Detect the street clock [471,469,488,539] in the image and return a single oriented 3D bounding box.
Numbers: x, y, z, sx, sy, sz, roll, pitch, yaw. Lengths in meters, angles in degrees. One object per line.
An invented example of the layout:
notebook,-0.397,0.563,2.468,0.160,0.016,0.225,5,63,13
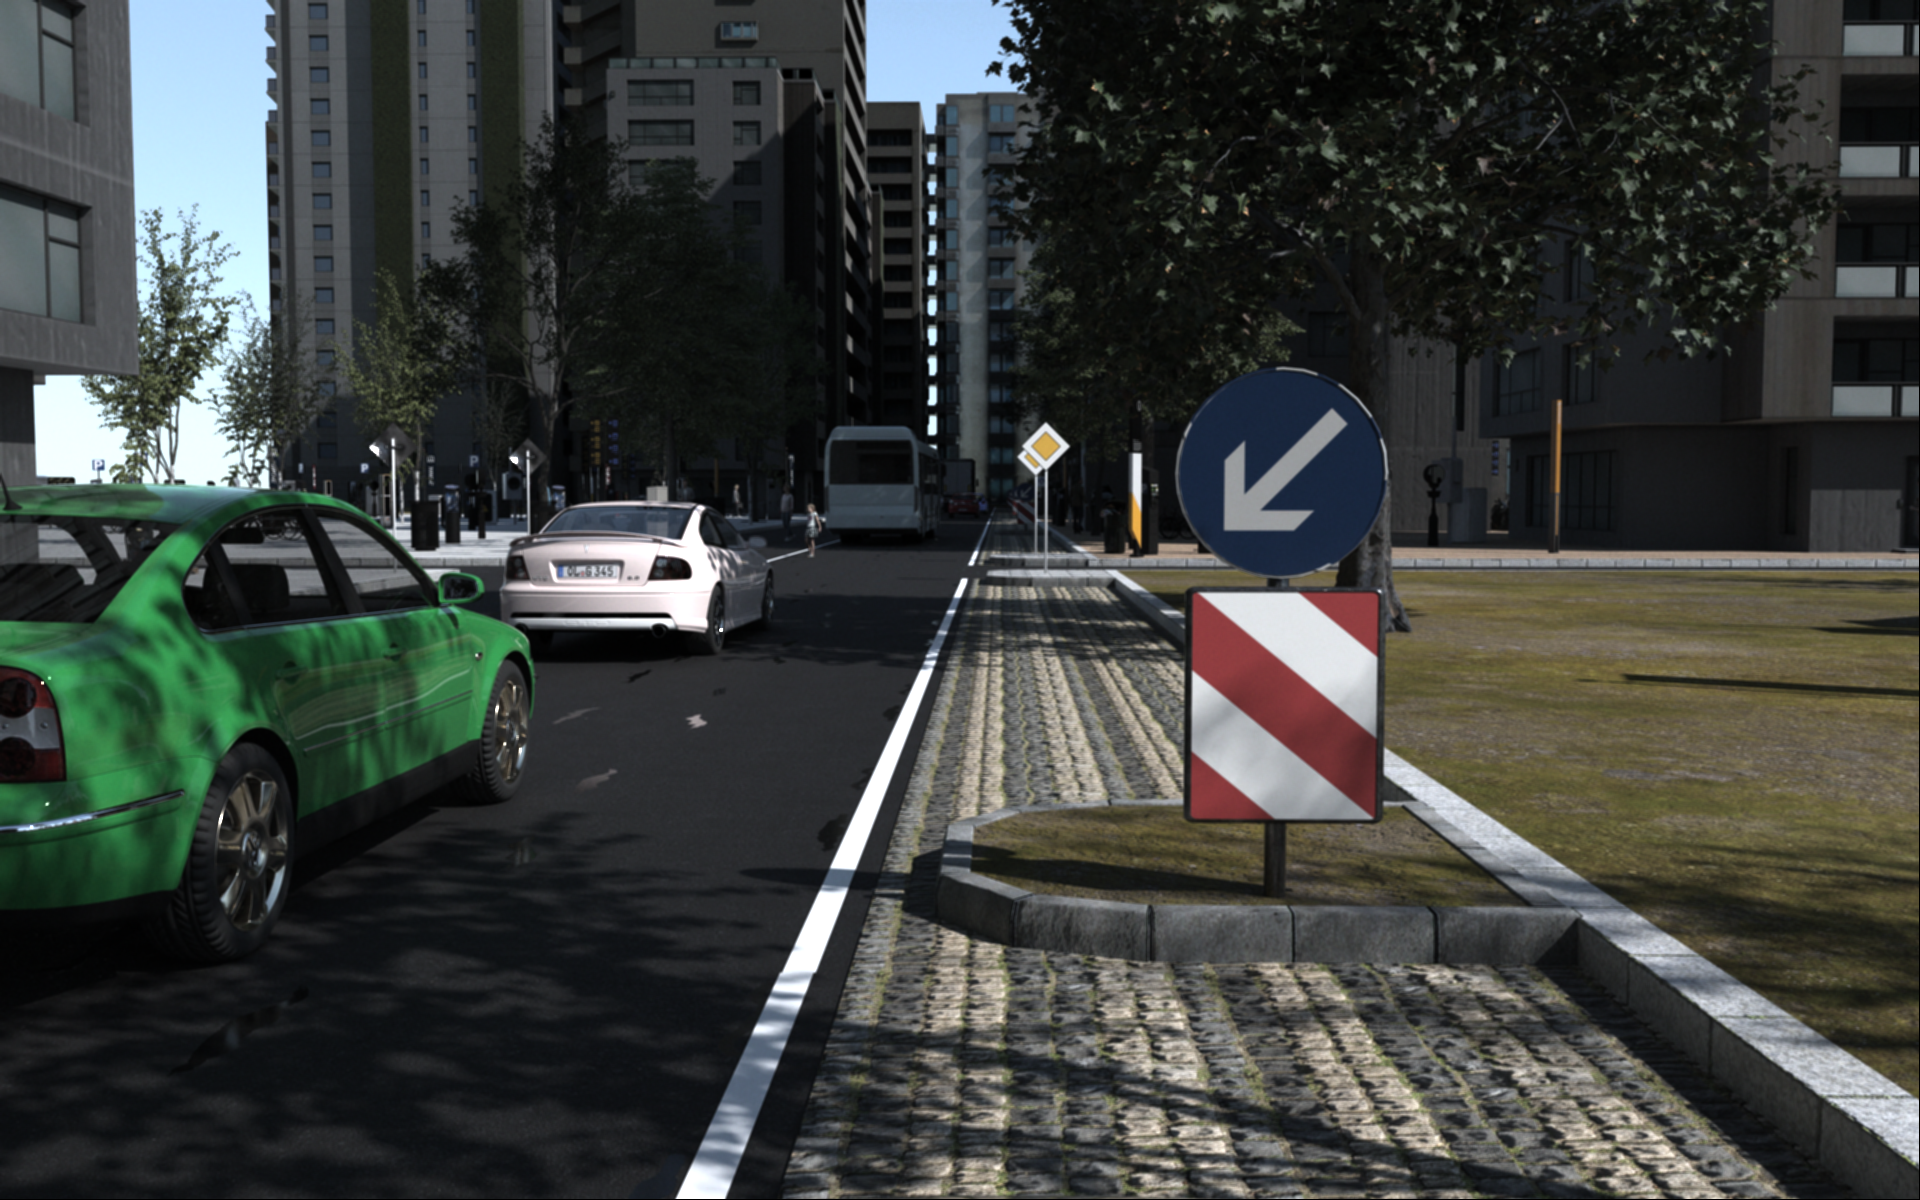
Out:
street clock,-13.692,-2.751,49.545,0.358,2.002,0.471,-1,4,-21

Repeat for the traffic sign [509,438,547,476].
traffic sign,-9.004,-2.073,36.085,0.795,2.593,0.064,0,4,1

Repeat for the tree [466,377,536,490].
tree,-28.588,-9.579,106.980,4.360,8.622,3.978,0,3,0

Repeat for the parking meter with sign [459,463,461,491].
parking meter with sign,-27.449,-6.226,98.057,1.738,3.016,0.543,-1,4,-14

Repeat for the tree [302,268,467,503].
tree,-17.516,-6.393,54.892,4.737,8.622,4.395,0,3,0

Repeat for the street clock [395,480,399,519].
street clock,-29.400,-5.243,90.286,0.471,2.002,0.358,2,4,25

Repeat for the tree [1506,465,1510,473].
tree,17.565,-3.592,53.323,1.663,3.219,1.824,0,3,0

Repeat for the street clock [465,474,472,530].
street clock,-17.404,-3.495,61.721,0.358,2.002,0.471,1,4,23

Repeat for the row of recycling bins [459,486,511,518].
row of recycling bins,-25.697,-5.217,92.408,3.534,1.692,1.069,0,4,5

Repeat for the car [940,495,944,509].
car,-2.319,-9.322,164.773,2.083,1.381,4.827,0,4,0

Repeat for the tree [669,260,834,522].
tree,-9.507,-9.349,78.606,9.928,11.665,9.643,0,3,0

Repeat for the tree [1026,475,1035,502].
tree,6.984,-10.888,172.627,1.663,3.219,1.824,0,3,0

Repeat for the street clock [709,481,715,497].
street clock,-13.422,-5.493,94.379,0.471,2.002,0.358,1,4,16

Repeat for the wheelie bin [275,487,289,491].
wheelie bin,-31.503,-4.438,80.476,0.980,1.594,0.693,0,4,1

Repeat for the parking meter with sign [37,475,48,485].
parking meter with sign,-37.543,-4.553,70.710,0.543,3.016,1.738,2,4,31

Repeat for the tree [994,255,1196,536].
tree,4.476,-7.236,52.727,7.601,10.594,8.767,2,4,25

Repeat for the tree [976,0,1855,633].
tree,3.874,-6.070,16.255,9.611,12.733,9.660,0,3,0

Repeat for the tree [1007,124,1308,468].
tree,5.021,-7.601,42.403,7.486,12.596,7.792,0,3,0

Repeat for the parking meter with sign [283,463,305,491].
parking meter with sign,-37.849,-6.197,97.584,0.543,3.016,1.738,3,5,43

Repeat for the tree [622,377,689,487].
tree,-16.880,-8.974,97.080,4.360,8.622,3.978,0,3,0

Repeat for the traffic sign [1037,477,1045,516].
traffic sign,4.805,-6.092,101.726,0.606,2.300,0.079,0,4,4

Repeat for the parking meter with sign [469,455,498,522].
parking meter with sign,-21.440,-5.004,78.080,0.543,3.016,1.738,1,4,14

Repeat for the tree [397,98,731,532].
tree,-9.722,-6.513,40.900,7.601,10.594,8.767,2,4,25

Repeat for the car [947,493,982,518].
car,0.247,-5.832,104.390,2.155,1.783,4.494,0,4,2

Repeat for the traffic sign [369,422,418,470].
traffic sign,-9.192,-1.585,28.102,0.795,2.593,0.064,0,4,1

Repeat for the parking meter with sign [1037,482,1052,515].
parking meter with sign,5.522,-6.690,105.639,1.738,3.016,0.543,-1,4,-13

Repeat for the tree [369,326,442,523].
tree,-24.343,-7.628,75.074,4.360,8.622,3.978,0,3,0

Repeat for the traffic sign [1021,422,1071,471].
traffic sign,1.398,-1.568,27.833,0.795,2.593,0.064,0,4,1

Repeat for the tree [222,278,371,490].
tree,-23.451,-6.693,59.789,4.360,8.622,3.978,0,3,0

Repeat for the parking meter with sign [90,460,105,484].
parking meter with sign,-43.311,-5.538,86.807,0.543,3.016,1.738,-1,4,-16

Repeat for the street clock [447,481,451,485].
street clock,-27.979,-5.520,94.823,0.358,2.002,0.471,-1,4,-17

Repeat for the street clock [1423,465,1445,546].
street clock,11.647,-2.325,42.585,0.471,2.002,0.358,-1,4,-13

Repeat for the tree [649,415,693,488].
tree,-16.885,-9.457,104.988,4.737,8.622,4.395,0,3,0

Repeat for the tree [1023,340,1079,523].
tree,5.073,-7.754,77.139,4.360,8.622,3.978,0,3,0

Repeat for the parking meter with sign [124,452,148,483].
parking meter with sign,-34.831,-4.693,72.985,1.738,3.016,0.543,3,5,43

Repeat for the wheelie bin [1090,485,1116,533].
wheelie bin,4.776,-3.060,57.938,0.693,1.594,0.980,-3,5,-41

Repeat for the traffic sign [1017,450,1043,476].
traffic sign,1.586,-2.057,35.816,0.795,2.593,0.064,0,4,1

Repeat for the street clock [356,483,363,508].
street clock,-38.290,-6.479,110.505,0.358,2.002,0.471,0,4,6

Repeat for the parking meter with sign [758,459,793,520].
parking meter with sign,-9.234,-5.510,86.343,1.738,3.016,0.543,1,4,13

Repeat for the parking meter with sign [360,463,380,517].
parking meter with sign,-33.528,-6.277,98.885,0.543,3.016,1.738,1,4,9

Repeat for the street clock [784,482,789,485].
street clock,-10.741,-6.330,108.062,0.358,2.002,0.471,-3,4,-38

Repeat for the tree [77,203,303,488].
tree,-20.023,-5.687,43.351,4.737,8.622,4.395,0,3,0

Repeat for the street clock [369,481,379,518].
street clock,-32.054,-5.518,94.797,0.471,2.002,0.358,-3,4,-36

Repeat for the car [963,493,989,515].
car,1.069,-6.845,121.501,1.945,1.707,3.694,0,4,3

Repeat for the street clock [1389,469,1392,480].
street clock,10.898,-2.463,44.842,0.471,2.002,0.358,-1,4,-15

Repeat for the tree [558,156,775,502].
tree,-9.900,-8.575,58.329,7.486,12.596,7.792,0,3,0

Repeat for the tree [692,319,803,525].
tree,-8.568,-7.381,71.037,4.737,8.622,4.395,0,3,0
